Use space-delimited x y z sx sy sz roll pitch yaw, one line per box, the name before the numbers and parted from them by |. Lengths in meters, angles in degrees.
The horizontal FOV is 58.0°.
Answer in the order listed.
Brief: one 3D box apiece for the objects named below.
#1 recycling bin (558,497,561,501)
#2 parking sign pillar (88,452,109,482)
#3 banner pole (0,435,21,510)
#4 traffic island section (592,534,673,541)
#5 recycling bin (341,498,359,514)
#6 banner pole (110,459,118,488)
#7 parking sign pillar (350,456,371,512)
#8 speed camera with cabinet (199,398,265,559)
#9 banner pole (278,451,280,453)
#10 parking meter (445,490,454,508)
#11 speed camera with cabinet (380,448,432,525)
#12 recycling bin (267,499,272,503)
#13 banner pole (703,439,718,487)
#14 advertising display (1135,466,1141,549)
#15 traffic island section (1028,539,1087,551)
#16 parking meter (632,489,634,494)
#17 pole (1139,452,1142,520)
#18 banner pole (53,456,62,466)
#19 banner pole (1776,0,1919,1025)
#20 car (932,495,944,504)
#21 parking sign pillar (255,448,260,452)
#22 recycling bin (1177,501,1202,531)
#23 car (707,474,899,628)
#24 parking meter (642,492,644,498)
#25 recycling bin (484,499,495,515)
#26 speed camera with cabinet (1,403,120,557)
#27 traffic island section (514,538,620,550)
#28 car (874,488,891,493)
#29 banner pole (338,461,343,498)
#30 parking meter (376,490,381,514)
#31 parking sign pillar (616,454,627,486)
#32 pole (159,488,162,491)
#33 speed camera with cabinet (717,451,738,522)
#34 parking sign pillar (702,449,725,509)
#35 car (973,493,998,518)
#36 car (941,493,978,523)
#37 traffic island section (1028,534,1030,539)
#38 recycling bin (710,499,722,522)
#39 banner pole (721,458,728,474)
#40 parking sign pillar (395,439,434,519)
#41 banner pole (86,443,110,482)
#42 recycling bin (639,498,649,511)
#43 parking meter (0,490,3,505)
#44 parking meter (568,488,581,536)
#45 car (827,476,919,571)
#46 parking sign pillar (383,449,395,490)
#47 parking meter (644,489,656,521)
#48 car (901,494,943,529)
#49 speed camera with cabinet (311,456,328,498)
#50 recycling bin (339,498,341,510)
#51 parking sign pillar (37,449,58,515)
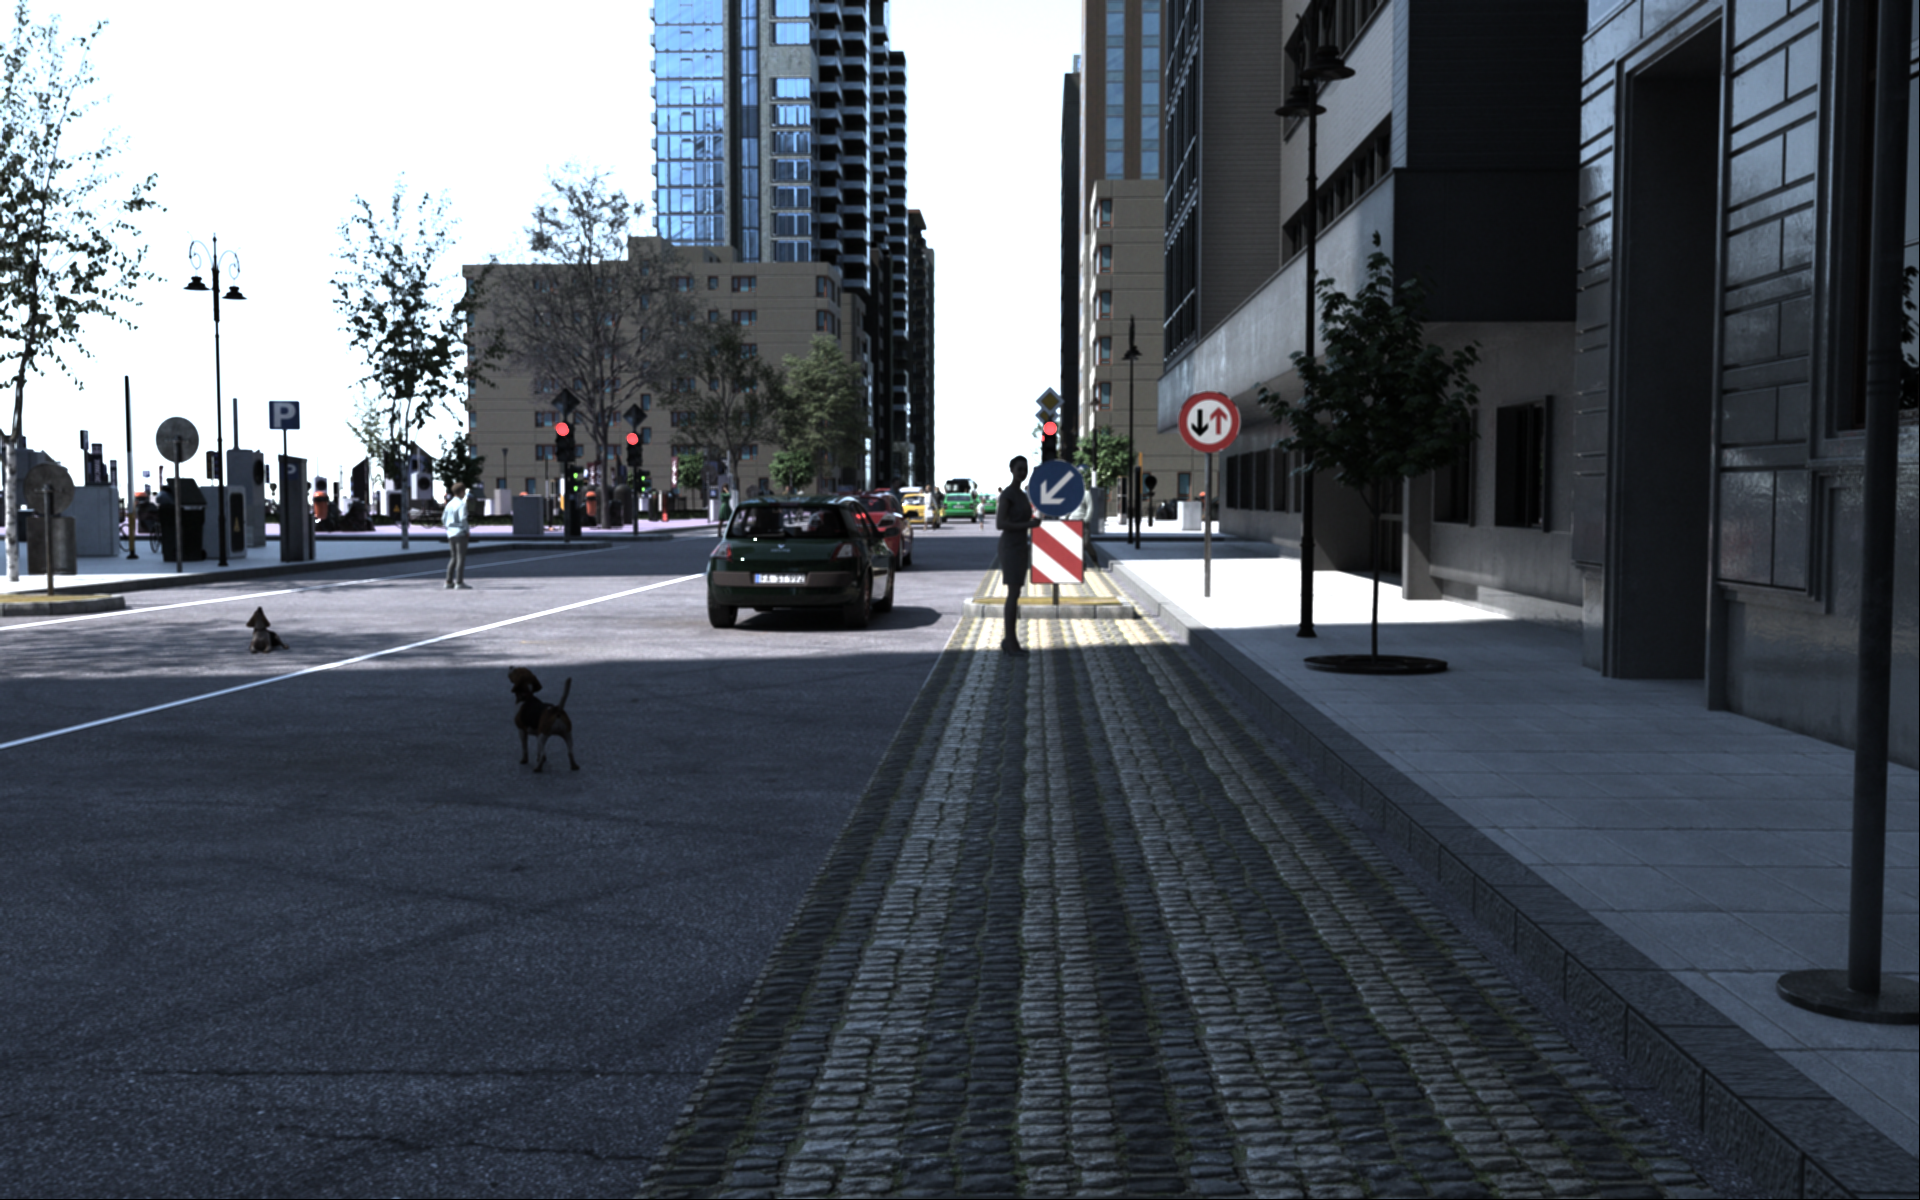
recycling bin | -29.490 -7.102 128.669 0.722 1.027 0.722 -2 4 -26
parking sign pillar | -52.897 -7.200 106.184 1.447 3.967 1.447 2 4 31
banner pole | -35.175 -4.543 64.296 0.863 3.779 0.401 0 4 -5
traffic island section | -10.091 -1.928 53.800 2.009 0.180 2.903 0 4 2
recycling bin | -39.676 -6.140 112.945 0.722 1.027 0.722 0 4 6
banner pole | -53.836 -7.329 109.846 0.863 3.779 0.401 -3 4 -39
parking sign pillar | -42.444 -8.195 122.457 1.447 3.967 1.447 3 4 38
speed camera with cabinet | -14.651 -2.481 34.898 0.660 3.252 2.038 0 4 -1
banner pole | -39.337 -6.772 100.745 0.863 3.779 0.401 -2 4 -31
parking meter | -18.334 -3.299 62.348 0.372 1.533 0.369 0 3 0
speed camera with cabinet | -23.465 -4.834 73.367 2.038 3.252 0.660 -3 5 -42
recycling bin | -38.710 -5.120 96.259 0.722 1.027 0.722 -3 4 -36
banner pole | -11.453 -5.406 78.405 0.401 3.779 0.863 1 4 13
advertising display | 4.177 -2.171 40.709 0.123 1.923 0.974 0 4 4
traffic island section | 2.366 -1.408 45.300 2.009 0.180 2.903 0 4 2
parking meter | -17.242 -5.087 91.585 0.372 1.533 0.369 0 3 0
pole | 8.856 -5.574 84.970 0.158 3.312 0.155 0 3 0
banner pole | -59.706 -7.621 114.612 0.863 3.779 0.401 1 4 22
banner pole | 2.511 -0.874 4.311 0.863 3.779 0.401 -1 4 -12
car | -2.437 -9.542 168.586 1.945 1.354 3.894 0 4 3
parking sign pillar | -41.602 -6.906 101.377 1.447 3.967 1.447 -1 4 -20
recycling bin | 7.978 -2.912 60.162 0.722 1.027 0.722 0 4 -5
car | -1.750 -0.622 19.953 2.009 1.686 4.222 0 4 3
parking meter | -20.262 -6.305 111.504 0.372 1.533 0.369 0 3 0
recycling bin | -23.040 -4.458 85.446 0.722 1.027 0.722 3 5 41
speed camera with cabinet | -18.352 -2.509 35.356 2.038 3.252 0.660 -1 4 -12
traffic island section | -10.414 -1.440 45.821 2.009 0.180 2.903 0 4 2
car | -4.892 -6.476 114.560 2.281 1.827 5.304 0 4 4
banner pole | -46.289 -8.530 129.484 0.863 3.779 0.401 3 5 44
parking meter | -34.143 -5.715 101.857 0.372 1.533 0.369 0 3 0
parking sign pillar | -22.786 -7.843 116.711 1.447 3.967 1.447 0 4 2
pole | -60.237 -8.359 130.509 0.158 3.312 0.155 0 3 0
speed camera with cabinet | -10.657 -5.211 79.528 0.660 3.252 2.038 0 4 4
parking sign pillar | -14.540 -6.965 102.343 1.447 3.967 1.447 0 4 8
car | 1.702 -5.864 104.673 1.959 1.807 4.718 0 4 1
car | -0.058 -4.796 87.219 1.959 1.807 4.718 0 4 0
traffic island section | 2.690 -1.896 53.279 2.009 0.180 2.903 0 4 2
recycling bin | -11.342 -4.209 81.369 0.722 1.027 0.722 -1 4 -19
banner pole | -14.428 -7.033 105.009 0.863 3.779 0.401 0 4 7
parking sign pillar | -26.539 -5.911 85.110 1.447 3.967 1.447 1 4 23
banner pole | -37.234 -5.164 74.447 0.863 3.779 0.401 -3 4 -38
recycling bin | -18.520 -5.444 101.562 0.722 1.027 0.722 -3 5 -40
parking meter | -55.314 -5.606 100.069 0.372 1.533 0.369 0 3 0
parking meter | -11.760 -2.720 52.880 0.372 1.533 0.369 0 3 0
car | -1.912 -1.512 33.755 2.155 1.783 4.494 0 4 2
parking sign pillar | -33.853 -7.049 103.718 1.447 3.967 1.447 2 4 33
parking meter | -14.666 -4.535 82.555 0.372 1.533 0.369 0 3 0
car | -1.725 -3.829 72.822 2.015 1.641 3.980 0 4 2
speed camera with cabinet | -33.625 -5.795 89.076 2.038 3.252 0.660 -3 5 -42
recycling bin | -42.179 -6.503 118.877 0.722 1.027 0.722 3 4 38
parking sign pillar | -54.660 -7.056 103.837 1.447 3.967 1.447 2 4 26
